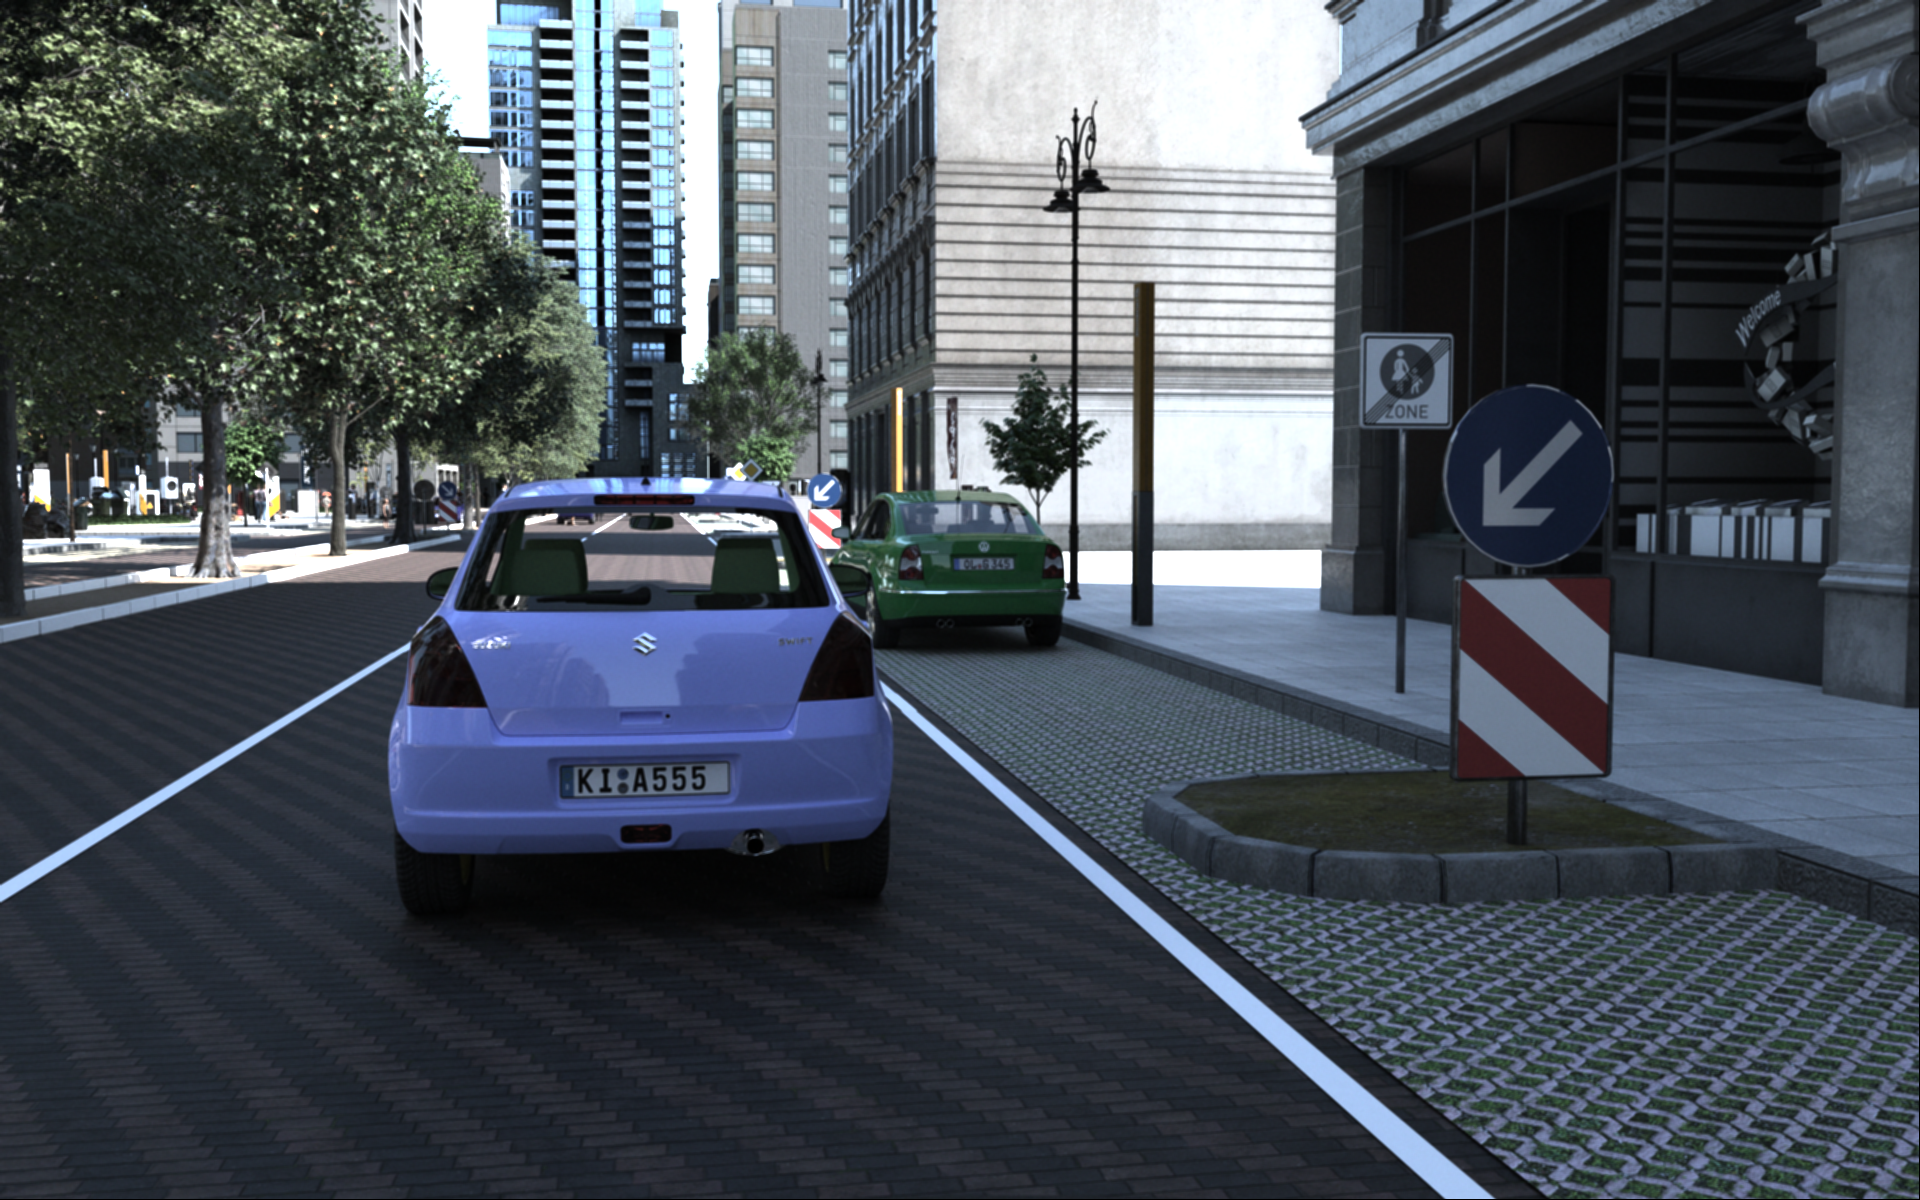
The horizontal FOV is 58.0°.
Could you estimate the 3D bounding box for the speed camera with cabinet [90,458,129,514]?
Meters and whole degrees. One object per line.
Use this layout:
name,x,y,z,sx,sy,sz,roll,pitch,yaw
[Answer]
speed camera with cabinet,-47.090,-6.211,95.882,2.038,3.252,0.660,1,4,11

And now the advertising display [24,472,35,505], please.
advertising display,-27.395,-2.802,51.025,0.123,1.923,0.974,-1,4,-20

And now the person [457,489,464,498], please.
person,-39.942,-8.039,138.311,1.217,1.723,0.721,1,4,12

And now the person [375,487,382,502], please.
person,-38.560,-6.615,114.536,0.601,1.785,0.444,-1,4,-15

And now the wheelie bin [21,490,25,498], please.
wheelie bin,-67.340,-7.181,125.320,0.693,1.594,0.980,2,4,34

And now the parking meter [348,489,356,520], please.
parking meter,-30.315,-4.766,86.332,0.372,1.533,0.369,0,3,0

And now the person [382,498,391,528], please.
person,-23.875,-3.608,72.162,0.373,1.253,0.362,2,4,31

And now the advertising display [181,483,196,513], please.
advertising display,-45.427,-5.920,102.003,0.123,1.923,0.974,1,4,20

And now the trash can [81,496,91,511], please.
trash can,-60.011,-6.565,118.992,0.748,1.137,0.748,0,3,0

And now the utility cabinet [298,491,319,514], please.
utility cabinet,-41.195,-6.165,109.477,1.173,1.500,0.318,0,4,-4

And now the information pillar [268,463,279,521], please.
information pillar,-32.439,-5.531,81.784,0.504,3.616,0.183,-2,4,-35

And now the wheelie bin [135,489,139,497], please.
wheelie bin,-51.842,-6.197,109.227,0.980,1.594,0.693,2,4,30

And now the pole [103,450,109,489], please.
pole,-39.635,-5.294,80.400,0.158,3.312,0.155,0,3,0

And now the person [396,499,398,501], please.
person,-22.690,-3.800,70.434,0.447,1.846,0.655,-2,4,-29

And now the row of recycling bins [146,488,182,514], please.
row of recycling bins,-51.769,-6.465,112.809,3.534,1.692,1.069,2,4,25

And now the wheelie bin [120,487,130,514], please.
wheelie bin,-37.917,-4.292,78.075,0.693,1.594,0.980,0,4,-3

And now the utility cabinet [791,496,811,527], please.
utility cabinet,-6.293,-3.412,66.945,1.020,1.237,0.306,0,4,2

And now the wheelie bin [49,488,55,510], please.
wheelie bin,-51.122,-5.449,97.006,0.980,1.594,0.693,2,4,30

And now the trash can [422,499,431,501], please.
trash can,-37.512,-6.740,121.849,0.748,1.137,0.748,0,3,0

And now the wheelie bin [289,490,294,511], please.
wheelie bin,-50.006,-7.486,130.302,0.980,1.594,0.693,-2,4,-31

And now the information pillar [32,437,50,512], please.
information pillar,-31.380,-4.149,59.188,0.504,3.616,0.183,-2,4,-29

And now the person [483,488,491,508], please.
person,-43.661,-9.418,159.655,0.705,1.869,1.348,1,4,13

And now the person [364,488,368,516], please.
person,-35.012,-5.833,102.423,0.522,1.701,0.512,-1,4,-15

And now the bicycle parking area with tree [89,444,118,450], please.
bicycle parking area with tree,-50.488,-7.032,101.971,9.016,4.147,8.231,0,4,0

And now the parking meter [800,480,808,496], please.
parking meter,-6.412,-4.055,72.018,0.399,1.863,0.255,-2,4,-35

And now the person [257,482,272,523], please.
person,-31.071,-4.405,77.426,0.648,1.900,0.474,-2,4,-29

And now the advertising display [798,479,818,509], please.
advertising display,-7.772,-5.117,88.877,0.974,1.923,0.123,-2,4,-35

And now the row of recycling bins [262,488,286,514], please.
row of recycling bins,-43.871,-6.337,110.726,1.069,1.692,3.534,0,4,-7

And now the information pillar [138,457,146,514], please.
information pillar,-36.416,-5.247,77.144,0.183,3.616,0.504,0,4,-1

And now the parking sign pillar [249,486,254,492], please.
parking sign pillar,-46.141,-7.624,113.124,1.447,3.967,1.447,-1,4,-15

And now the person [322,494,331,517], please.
person,-35.719,-5.340,97.619,0.475,1.303,0.640,-2,4,-23

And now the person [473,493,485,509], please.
person,-42.522,-8.972,152.876,0.705,1.807,1.348,2,4,33

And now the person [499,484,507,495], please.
person,-20.577,-4.318,78.467,0.648,1.900,0.474,2,4,34

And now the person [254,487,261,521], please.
person,-32.013,-4.434,79.122,0.593,1.750,0.643,1,4,12

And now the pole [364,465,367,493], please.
pole,-37.843,-7.126,110.347,0.158,3.312,0.155,0,3,0

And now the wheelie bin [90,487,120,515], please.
wheelie bin,-37.009,-4.082,74.648,0.980,1.594,0.693,0,4,-1

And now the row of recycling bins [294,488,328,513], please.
row of recycling bins,-44.908,-6.892,119.802,1.069,1.692,3.534,1,4,11

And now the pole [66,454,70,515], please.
pole,-44.806,-5.705,87.124,0.158,3.312,0.155,0,3,0

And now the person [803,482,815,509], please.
person,-5.793,-3.955,70.927,1.509,1.804,0.699,1,4,21

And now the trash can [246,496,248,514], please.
trash can,-43.452,-5.789,106.303,0.748,1.137,0.748,0,3,0

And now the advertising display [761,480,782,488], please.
advertising display,-8.594,-4.504,78.855,0.974,1.923,0.123,1,4,16

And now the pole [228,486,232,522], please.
pole,-33.507,-5.225,79.277,0.158,3.312,0.155,0,3,0

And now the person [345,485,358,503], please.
person,-31.857,-5.145,90.520,0.716,1.782,0.532,0,4,-6

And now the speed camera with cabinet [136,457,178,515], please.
speed camera with cabinet,-43.121,-6.034,92.994,0.660,3.252,2.038,3,4,37

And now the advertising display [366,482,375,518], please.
advertising display,-31.508,-5.347,92.634,0.123,1.923,0.974,0,3,0

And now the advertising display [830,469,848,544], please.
advertising display,-3.125,-2.419,44.762,0.123,1.923,0.974,1,4,17

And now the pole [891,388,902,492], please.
pole,-1.223,-2.423,33.464,0.158,3.312,0.155,0,3,0

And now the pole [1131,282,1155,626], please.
pole,1.779,-1.405,16.822,0.158,3.312,0.155,0,3,0

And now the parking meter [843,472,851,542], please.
parking meter,-3.123,-2.465,46.011,0.399,1.863,0.255,1,4,21

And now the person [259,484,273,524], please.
person,-29.576,-4.097,73.626,0.593,1.750,0.643,2,4,25
